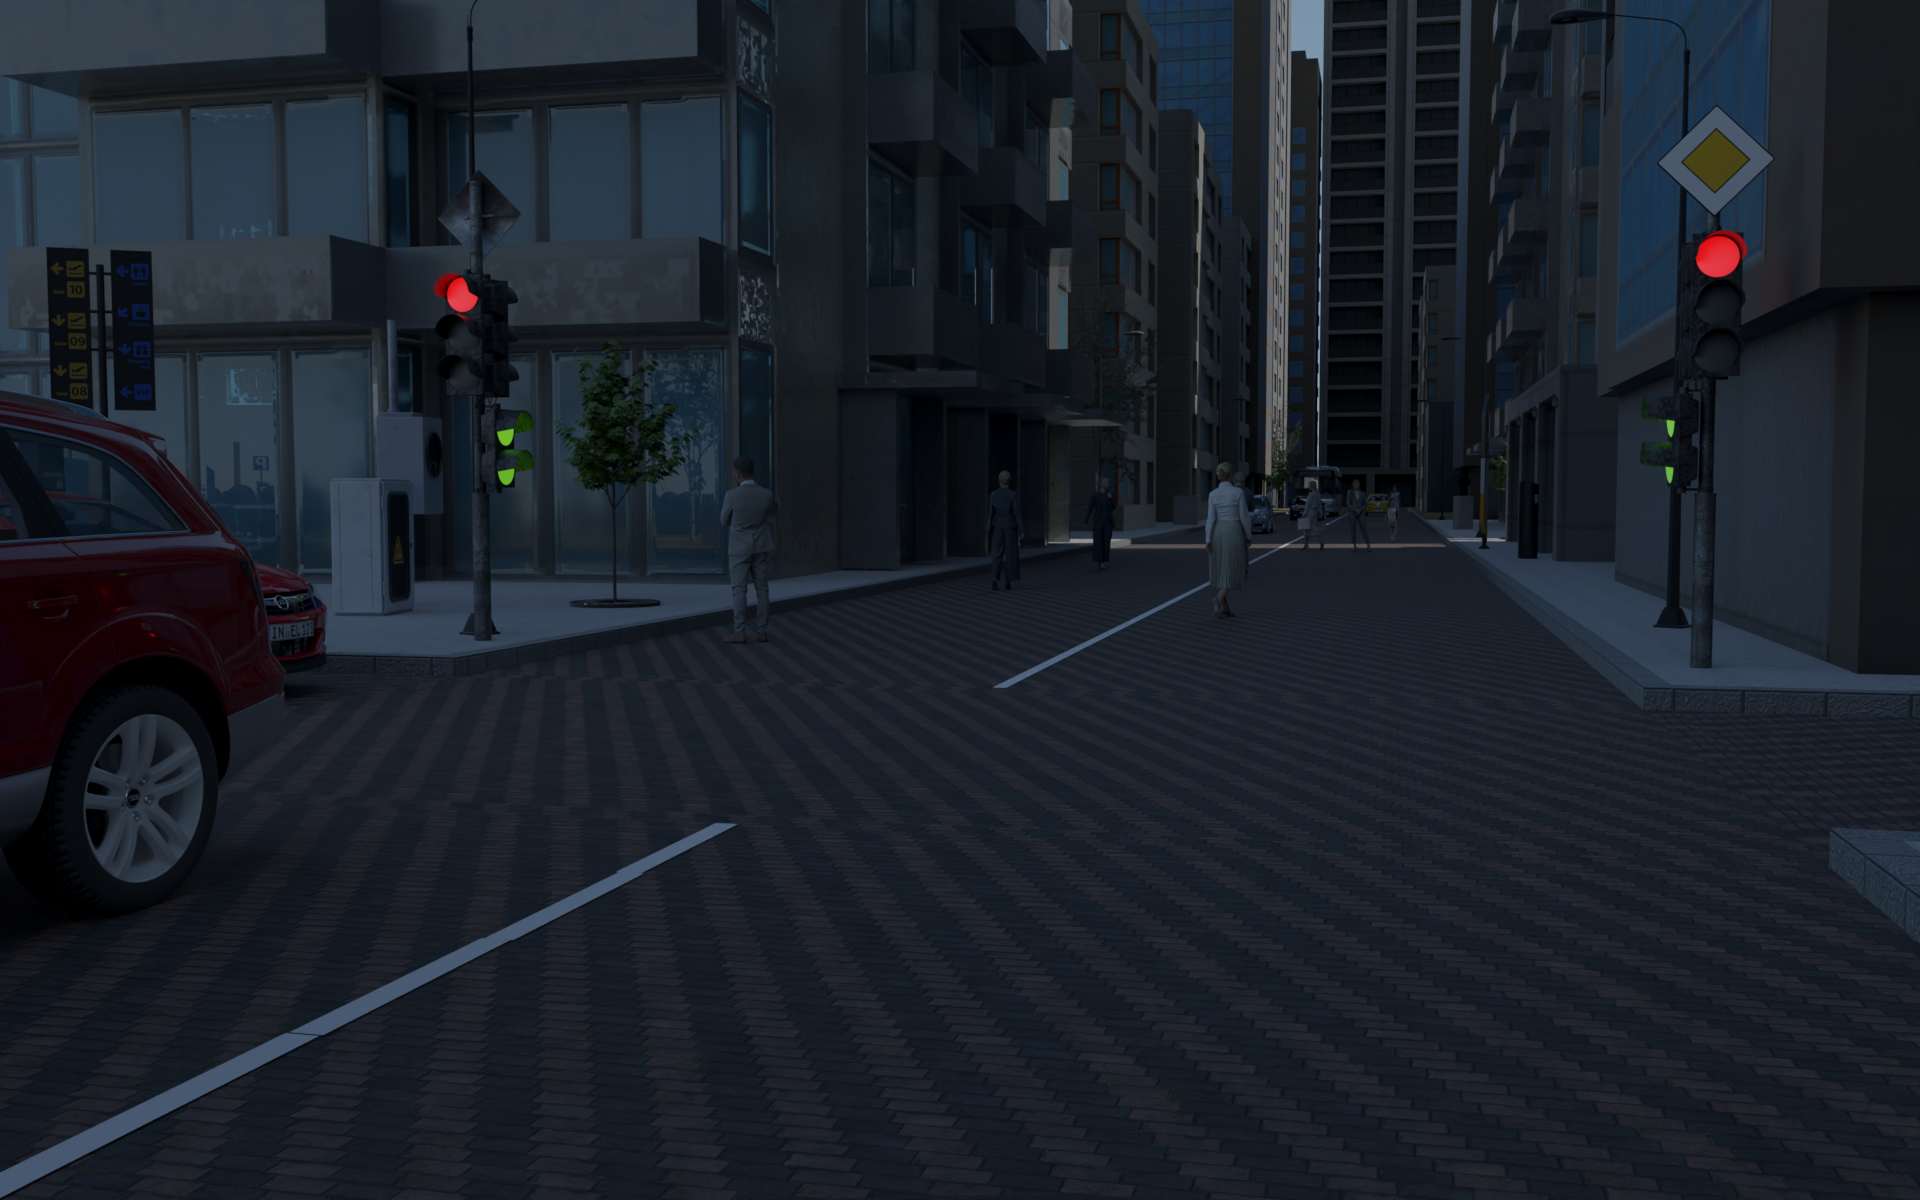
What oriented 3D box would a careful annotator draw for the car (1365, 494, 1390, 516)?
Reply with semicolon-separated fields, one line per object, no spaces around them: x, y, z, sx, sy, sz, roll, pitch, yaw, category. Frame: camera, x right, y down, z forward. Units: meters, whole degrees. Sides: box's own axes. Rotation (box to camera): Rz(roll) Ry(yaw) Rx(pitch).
27.289;-6.286;113.000;2.015;1.641;3.980;1;4;13;car

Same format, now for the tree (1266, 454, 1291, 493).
25.003;-9.491;138.884;4.285;4.588;4.351;0;3;0;tree

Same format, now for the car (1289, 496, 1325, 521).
18.978;-5.012;94.525;1.945;1.354;3.894;1;4;15;car

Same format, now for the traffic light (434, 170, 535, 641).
-4.163;-1.598;15.053;0.839;4.253;0.868;1;4;14;traffic light

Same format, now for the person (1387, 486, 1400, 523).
21.037;-4.613;84.010;0.616;1.811;0.778;2;4;25;person

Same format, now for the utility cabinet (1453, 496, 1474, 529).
18.434;-3.199;63.463;0.306;1.237;1.020;3;5;44;utility cabinet

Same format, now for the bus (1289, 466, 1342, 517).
23.152;-7.160;111.921;2.948;3.499;13.247;1;4;14;bus

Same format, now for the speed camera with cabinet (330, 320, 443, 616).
-6.285;-1.514;19.090;0.660;3.252;2.038;0;4;1;speed camera with cabinet

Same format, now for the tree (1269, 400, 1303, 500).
24.365;-11.223;133.859;4.360;8.622;3.978;0;3;0;tree

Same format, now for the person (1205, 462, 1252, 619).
3.059;-0.688;19.971;0.478;1.798;0.641;3;4;39;person

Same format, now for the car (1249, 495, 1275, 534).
10.626;-3.171;63.842;2.014;1.417;4.499;1;4;13;car

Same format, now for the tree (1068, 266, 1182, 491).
4.667;-6.453;55.877;4.360;8.622;3.978;0;3;0;tree

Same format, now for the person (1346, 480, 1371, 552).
9.937;-2.103;43.153;0.520;1.790;0.573;-1;4;-13;person

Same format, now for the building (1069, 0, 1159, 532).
-4.365;-14.121;75.926;27.650;21.520;28.899;1;4;14;building

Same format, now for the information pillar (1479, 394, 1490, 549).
12.241;-2.999;40.394;0.183;3.616;0.504;2;4;28;information pillar

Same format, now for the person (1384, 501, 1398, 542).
12.896;-2.351;51.956;0.382;1.210;0.505;-3;4;-36;person

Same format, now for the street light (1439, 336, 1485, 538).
14.832;-4.799;51.011;1.470;5.913;1.316;1;4;14;street light

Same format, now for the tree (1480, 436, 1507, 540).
15.818;-3.328;49.012;1.663;3.219;1.824;0;3;0;tree

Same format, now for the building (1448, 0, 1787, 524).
33.540;-26.938;90.551;14.600;45.320;14.200;1;4;14;building

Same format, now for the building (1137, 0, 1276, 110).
15.064;-28.997;124.205;14.600;45.320;14.200;1;4;14;building

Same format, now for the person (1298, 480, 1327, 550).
9.031;-2.169;44.319;0.694;1.780;0.624;-2;4;-27;person

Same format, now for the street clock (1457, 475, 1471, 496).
19.330;-3.785;66.456;0.471;2.002;0.358;-1;4;-18;street clock

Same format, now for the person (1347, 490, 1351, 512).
30.765;-7.783;136.477;0.721;1.736;1.217;1;4;12;person

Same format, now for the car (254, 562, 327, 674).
-6.782;-0.218;12.604;4.494;1.783;2.155;1;4;15;car

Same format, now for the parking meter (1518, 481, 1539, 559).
11.291;-1.590;34.400;0.372;1.533;0.369;0;3;0;parking meter

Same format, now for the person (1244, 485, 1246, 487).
13.107;-4.360;79.882;0.850;1.850;0.679;-3;5;-44;person

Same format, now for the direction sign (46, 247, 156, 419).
-7.953;-1.475;16.112;0.876;3.537;0.379;-1;4;-19;direction sign

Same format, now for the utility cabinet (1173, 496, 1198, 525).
9.450;-3.751;72.486;1.020;1.237;0.306;2;4;34;utility cabinet

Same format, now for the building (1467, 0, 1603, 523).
32.254;-27.266;65.410;23.786;49.044;30.456;1;4;14;building

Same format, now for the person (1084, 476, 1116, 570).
2.677;-1.469;32.935;0.576;1.772;0.534;-2;4;-30;person

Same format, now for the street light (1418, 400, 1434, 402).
23.164;-6.882;85.054;1.470;5.913;1.316;1;4;14;street light

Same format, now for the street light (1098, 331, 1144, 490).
4.551;-4.717;49.664;1.470;5.913;1.316;1;4;14;street light

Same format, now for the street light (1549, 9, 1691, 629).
6.341;-2.697;16.644;1.470;5.913;1.316;1;4;14;street light

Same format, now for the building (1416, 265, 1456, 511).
52.155;-18.181;142.296;27.650;21.520;28.899;1;4;14;building

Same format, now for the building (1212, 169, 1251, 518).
2.640;-15.951;105.836;27.650;21.520;28.899;1;4;14;building

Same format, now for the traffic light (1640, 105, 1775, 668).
5.464;-1.454;12.700;0.839;4.253;0.868;1;4;14;traffic light

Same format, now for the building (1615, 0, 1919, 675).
14.470;-22.361;15.710;14.200;45.320;14.600;1;4;14;building

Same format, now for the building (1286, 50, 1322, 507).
29.315;-32.213;176.786;14.200;45.320;14.600;1;4;14;building

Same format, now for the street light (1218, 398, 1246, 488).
13.121;-6.819;84.035;1.470;5.913;1.316;1;4;14;street light

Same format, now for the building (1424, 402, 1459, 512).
42.333;-48.833;111.091;22.319;86.520;31.000;1;4;14;building

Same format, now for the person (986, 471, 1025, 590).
0.680;-1.033;25.813;0.576;1.772;0.534;0;4;3;person

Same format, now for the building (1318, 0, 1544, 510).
47.512;-45.090;175.469;20.611;71.187;20.563;1;4;14;building

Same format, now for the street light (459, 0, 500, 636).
-3.873;-2.630;15.546;1.470;5.913;1.316;1;4;14;street light

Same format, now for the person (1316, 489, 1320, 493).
20.406;-5.588;99.728;0.599;1.838;0.709;-2;4;-35;person

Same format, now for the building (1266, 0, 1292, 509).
18.437;-43.770;153.890;20.611;71.187;20.563;1;4;14;building

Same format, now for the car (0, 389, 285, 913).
-4.148;0.240;4.753;2.281;1.827;5.304;1;4;15;car

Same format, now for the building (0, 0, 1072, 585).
-9.314;-25.563;37.570;23.786;49.044;30.456;1;4;14;building

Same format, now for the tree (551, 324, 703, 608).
-4.031;-1.536;19.723;1.663;3.219;1.824;0;3;0;tree

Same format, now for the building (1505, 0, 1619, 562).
22.323;-36.358;32.705;20.563;71.187;20.611;1;4;14;building

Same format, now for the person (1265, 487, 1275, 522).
15.433;-4.744;86.293;0.641;1.798;0.478;0;4;-1;person

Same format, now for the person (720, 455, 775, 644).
-2.080;-0.494;16.764;0.511;1.800;0.466;-3;5;-45;person

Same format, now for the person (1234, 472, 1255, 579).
4.663;-1.267;29.397;0.661;1.801;0.590;-2;4;-25;person
